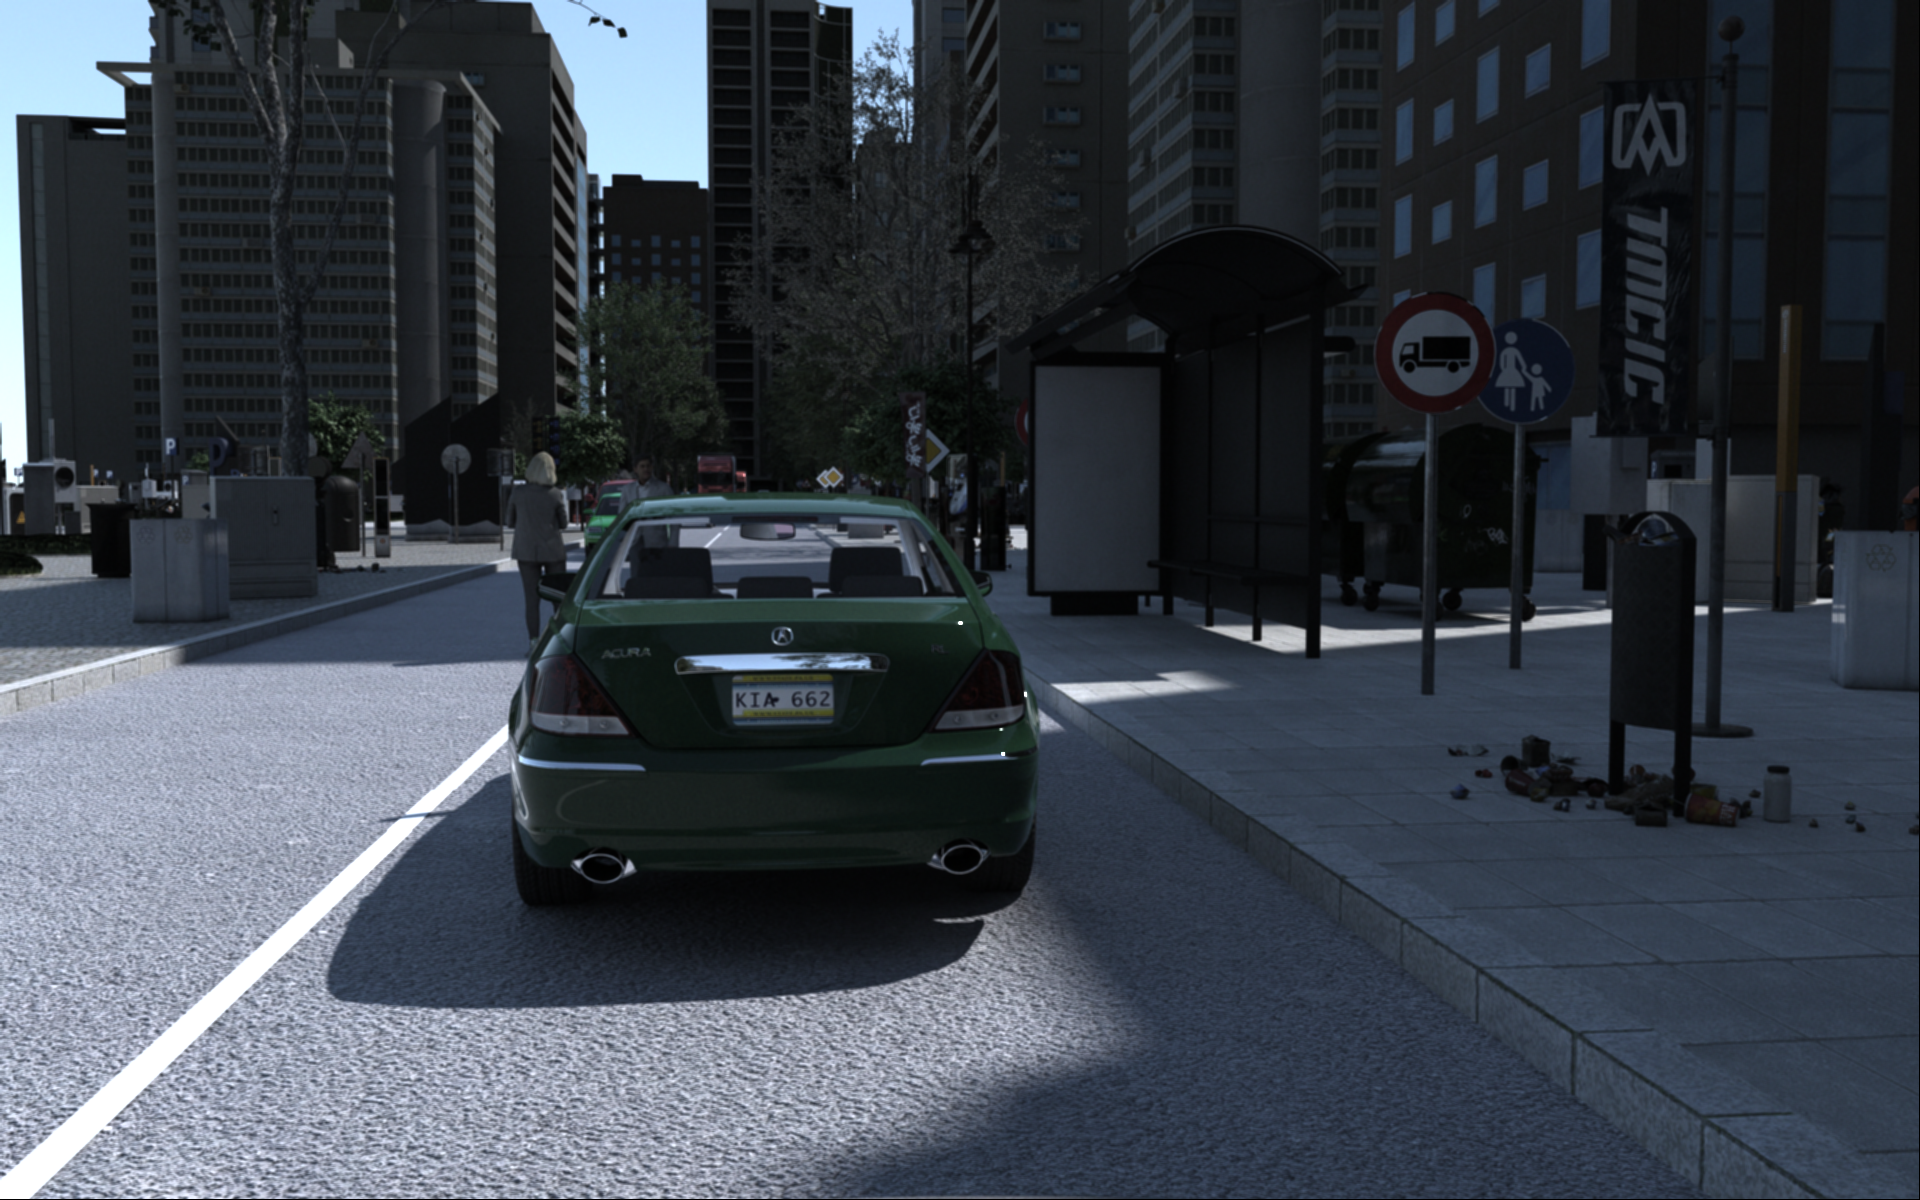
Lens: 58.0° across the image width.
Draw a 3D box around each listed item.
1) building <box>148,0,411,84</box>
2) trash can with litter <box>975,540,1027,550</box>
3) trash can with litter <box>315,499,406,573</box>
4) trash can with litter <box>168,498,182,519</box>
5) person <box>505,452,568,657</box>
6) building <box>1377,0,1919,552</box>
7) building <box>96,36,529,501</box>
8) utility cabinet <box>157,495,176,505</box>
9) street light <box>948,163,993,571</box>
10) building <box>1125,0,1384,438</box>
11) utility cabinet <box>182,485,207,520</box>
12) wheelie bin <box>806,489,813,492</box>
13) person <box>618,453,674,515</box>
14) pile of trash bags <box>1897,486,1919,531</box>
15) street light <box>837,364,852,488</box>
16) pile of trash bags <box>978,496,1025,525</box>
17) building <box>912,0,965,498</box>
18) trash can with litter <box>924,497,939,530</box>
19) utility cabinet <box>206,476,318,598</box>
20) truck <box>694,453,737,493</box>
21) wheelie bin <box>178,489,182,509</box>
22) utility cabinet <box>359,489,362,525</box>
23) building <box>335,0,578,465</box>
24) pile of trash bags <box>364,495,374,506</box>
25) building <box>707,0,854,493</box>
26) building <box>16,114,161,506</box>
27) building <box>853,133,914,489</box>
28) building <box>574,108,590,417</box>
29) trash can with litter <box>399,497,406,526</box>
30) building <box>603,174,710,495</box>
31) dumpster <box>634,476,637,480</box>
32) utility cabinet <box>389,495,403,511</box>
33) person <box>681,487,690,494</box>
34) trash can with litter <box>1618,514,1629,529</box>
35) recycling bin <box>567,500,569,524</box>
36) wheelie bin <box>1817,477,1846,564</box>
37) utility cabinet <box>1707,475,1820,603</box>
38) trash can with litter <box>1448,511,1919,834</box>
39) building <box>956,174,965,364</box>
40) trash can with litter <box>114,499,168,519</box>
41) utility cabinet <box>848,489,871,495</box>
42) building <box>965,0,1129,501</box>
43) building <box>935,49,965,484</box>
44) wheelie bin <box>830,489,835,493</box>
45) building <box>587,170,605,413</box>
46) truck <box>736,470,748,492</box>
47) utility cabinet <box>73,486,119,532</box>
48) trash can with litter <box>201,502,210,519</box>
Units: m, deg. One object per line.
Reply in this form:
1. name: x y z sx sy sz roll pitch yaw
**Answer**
1. building: -71.285 -39.557 188.762 28.212 58.520 21.231 0 4 -6
2. trash can with litter: 0.836 -1.831 40.990 1.678 1.210 2.233 0 4 -4
3. trash can with litter: -10.267 -1.057 28.334 2.233 1.210 1.678 0 4 -7
4. trash can with litter: -21.340 -2.131 46.227 1.055 1.170 0.624 1 4 11
5. person: -3.732 -0.406 15.321 0.537 1.800 0.526 0 4 -3
6. building: 19.368 -23.917 41.150 14.600 45.320 14.200 0 4 -6
7. building: -54.171 -28.133 151.857 32.217 40.220 23.993 0 4 -6
8. utility cabinet: -49.817 -5.968 108.740 1.020 1.237 0.306 0 4 3
9. street light: 0.140 -3.170 24.611 0.468 5.910 1.993 0 4 -6
10. building: 23.287 -25.049 101.438 23.993 40.220 32.217 0 4 -6
11. utility cabinet: -18.837 -2.125 43.417 1.173 1.500 0.318 -1 4 -20
12. wheelie bin: -10.230 -6.770 118.599 0.980 1.594 0.693 -1 4 -14
13. person: -3.139 -0.562 17.536 0.661 1.843 0.795 1 4 8
14. pile of trash bags: 10.416 -0.388 16.097 1.912 1.369 3.447 -2 4 -30
15. street light: -4.112 -5.442 61.768 0.468 5.910 1.993 0 4 -6
16. pile of trash bags: 2.646 -3.822 72.243 3.447 1.369 1.912 -1 4 -16
17. building: 5.279 -39.902 194.390 21.231 58.520 28.212 0 4 -6
18. trash can with litter: -1.106 -3.038 61.057 0.624 1.170 1.055 -1 4 -21
19. utility cabinet: -8.566 -0.774 21.326 1.173 1.500 0.318 -3 4 -37
20. truck: -16.785 -8.002 119.751 2.839 4.237 11.283 0 4 -7
21. wheelie bin: -52.260 -6.641 116.492 0.980 1.594 0.693 1 4 11
22. utility cabinet: -24.894 -3.776 70.411 1.173 1.500 0.318 -2 4 -24
23. building: -50.706 -33.721 175.040 21.300 48.544 21.600 0 4 -6
24. pile of trash bags: -45.072 -7.515 132.616 1.912 1.369 3.447 1 4 20
25. building: -25.759 -49.709 250.989 20.611 71.187 20.563 0 4 -6
26. building: -92.973 -30.998 190.415 14.086 41.232 14.154 0 4 -6
27. building: -2.031 -40.873 257.512 27.495 52.752 28.713 0 4 -6
28. building: -49.814 -33.363 195.603 14.200 45.320 14.600 0 4 -6
29. trash can with litter: -22.127 -3.592 70.121 0.624 1.170 1.055 2 4 28
30. building: -42.592 -36.431 245.761 14.200 45.320 14.600 0 4 -6
31. dumpster: -17.504 -5.577 93.674 1.502 2.255 1.985 0 4 -7
32. utility cabinet: -33.493 -5.589 102.548 1.020 1.237 0.306 -3 5 -44
33. person: -14.905 -5.237 94.136 0.660 1.820 0.620 -2 4 -24
34. trash can with litter: 11.036 -1.072 28.910 1.055 1.170 0.624 -3 5 -43
35. recycling bin: -17.010 -3.706 73.154 0.722 1.027 0.722 2 4 24
36. wheelie bin: 15.960 -1.473 31.992 0.693 1.594 0.980 1 4 17
37. utility cabinet: 9.487 -0.723 20.504 1.173 1.500 0.318 3 5 41
38. trash can with litter: 2.879 0.218 7.496 1.678 1.210 2.233 -1 4 -8
39. building: 6.415 -23.714 159.426 14.160 30.474 14.107 0 4 -6
40. trash can with litter: -19.299 -1.785 40.564 0.624 1.170 1.055 3 5 40
41. utility cabinet: -4.776 -4.438 81.234 1.173 1.500 0.318 -2 4 -34
42. building: 12.194 -31.346 136.216 21.300 48.544 21.600 0 4 -6
43. building: 5.106 -31.984 173.042 14.600 45.320 14.200 0 4 -6
44. wheelie bin: -8.527 -6.411 112.720 0.980 1.594 0.693 3 5 40
45. building: -65.650 -38.498 249.047 30.456 49.044 23.786 0 4 -6
46. truck: -26.270 -13.078 202.743 2.839 4.237 11.283 0 4 -7
47. utility cabinet: -23.508 -2.355 47.177 0.318 1.500 1.173 2 4 26
48. trash can with litter: -10.077 -0.786 24.239 1.055 1.170 0.624 0 4 -1
